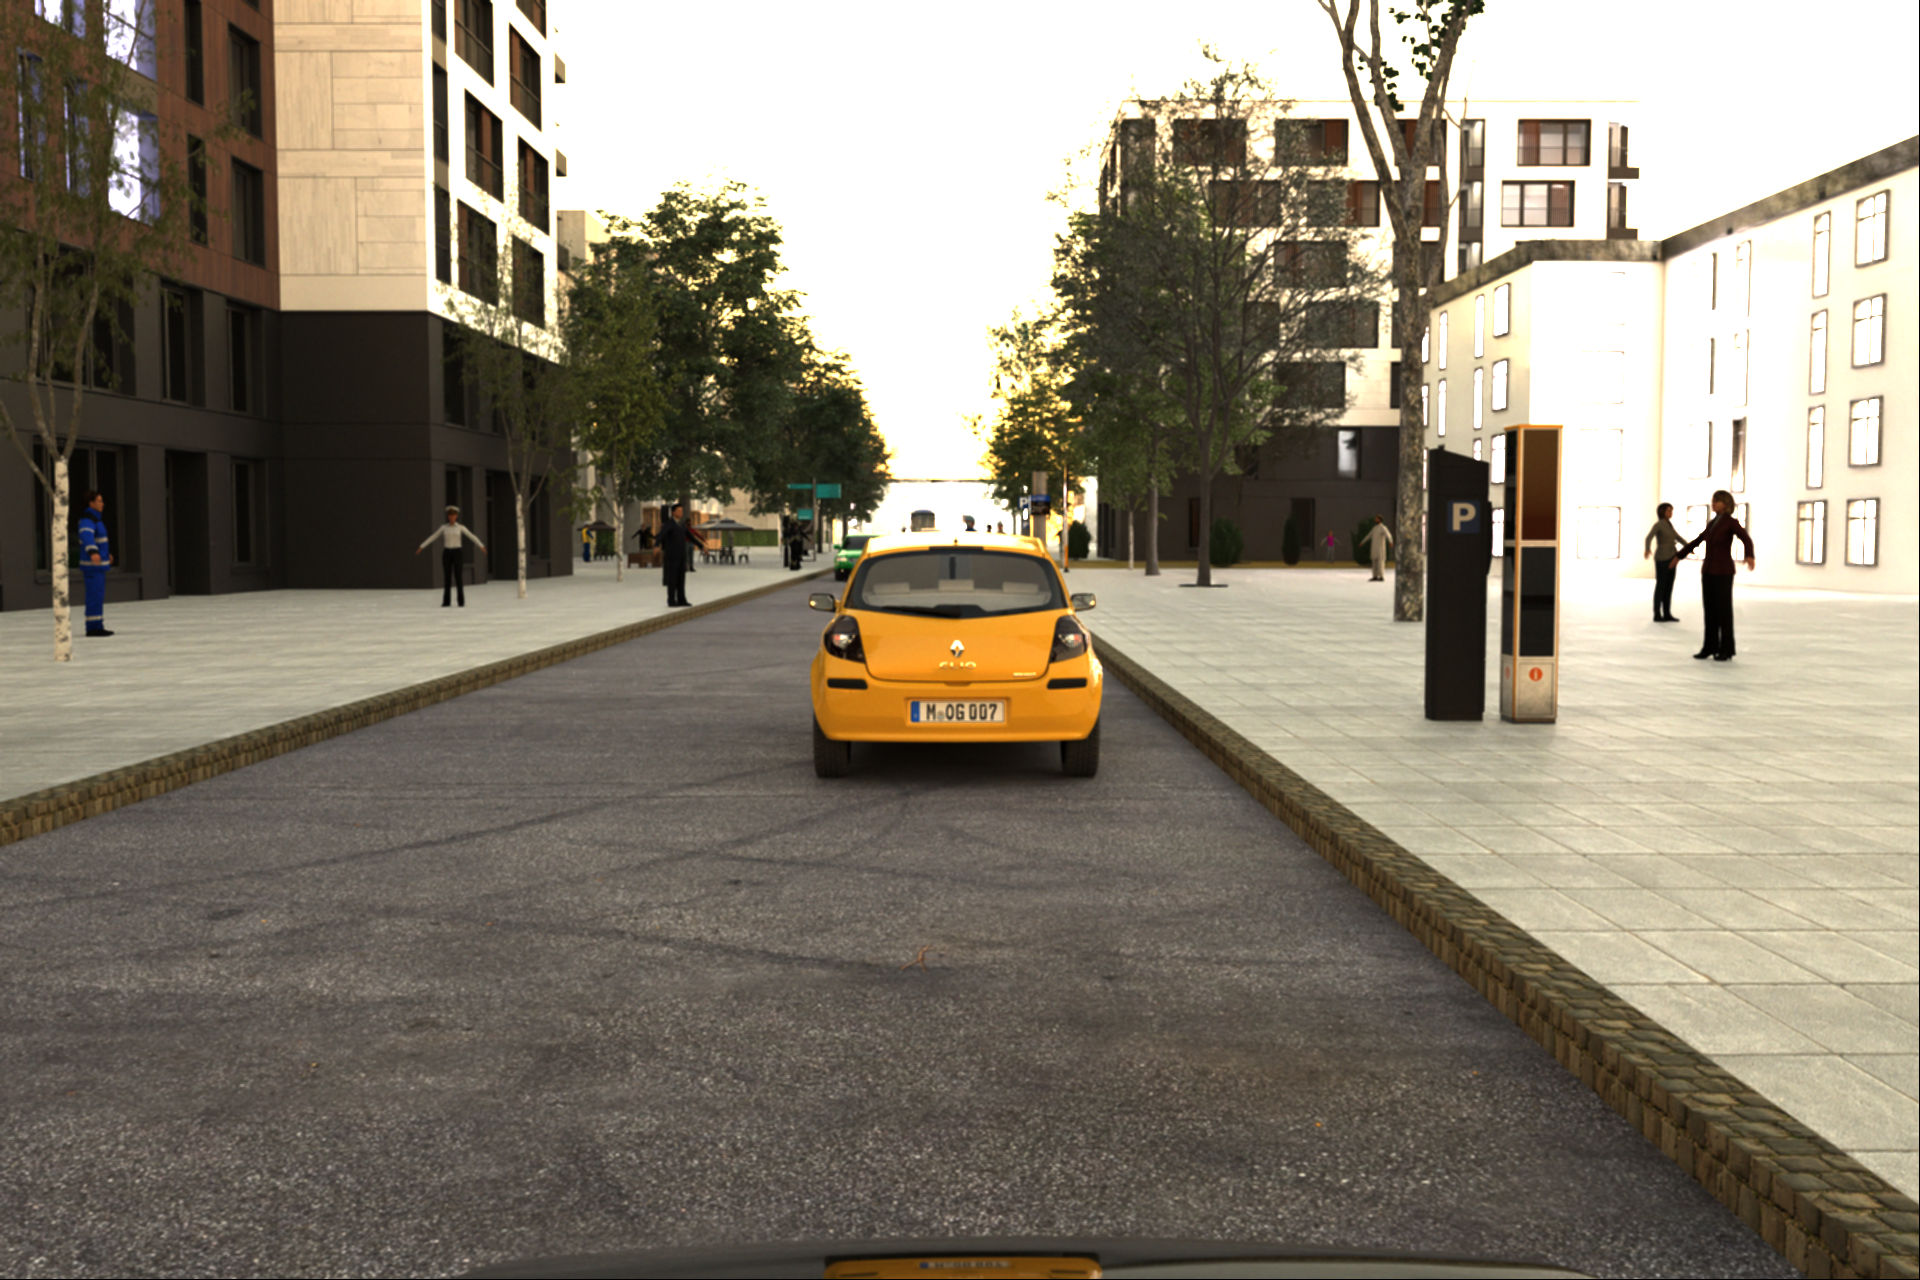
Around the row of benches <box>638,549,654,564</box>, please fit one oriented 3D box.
[{"bbox_3d":[-12.758,-3.408,71.178,1.422,0.672,4.104,-1,4,-14],"label":"row of benches"}]

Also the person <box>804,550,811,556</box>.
[{"bbox_3d":[-9.100,-5.913,102.907,0.704,1.802,1.346,-2,4,-29],"label":"person"}]

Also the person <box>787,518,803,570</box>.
[{"bbox_3d":[-5.863,-3.390,61.292,0.704,1.845,1.351,-2,4,-24],"label":"person"}]

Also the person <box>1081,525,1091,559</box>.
[{"bbox_3d":[6.482,-5.165,90.909,0.721,1.772,1.216,3,5,43],"label":"person"}]

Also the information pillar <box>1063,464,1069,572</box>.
[{"bbox_3d":[3.575,-4.091,58.249,0.183,3.616,0.504,0,3,0],"label":"information pillar"}]

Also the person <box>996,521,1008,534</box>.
[{"bbox_3d":[1.268,-2.849,54.894,1.347,1.847,0.705,2,4,32],"label":"person"}]

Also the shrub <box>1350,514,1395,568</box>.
[{"bbox_3d":[15.807,-3.815,66.424,1.661,2.075,1.752,0,3,0],"label":"shrub"}]

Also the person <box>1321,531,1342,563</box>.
[{"bbox_3d":[16.278,-4.081,75.986,0.991,1.433,0.599,-1,4,-15],"label":"person"}]

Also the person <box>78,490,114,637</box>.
[{"bbox_3d":[-10.851,-0.966,21.771,0.704,1.831,1.345,-1,4,-20],"label":"person"}]

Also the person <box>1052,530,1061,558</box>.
[{"bbox_3d":[5.544,-5.296,92.735,1.346,1.812,0.704,2,4,26],"label":"person"}]

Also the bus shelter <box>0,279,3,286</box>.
[{"bbox_3d":[-6.918,-0.867,8.098,2.014,3.302,5.546,0,4,-1],"label":"bus shelter"}]

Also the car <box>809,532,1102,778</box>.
[{"bbox_3d":[-0.044,-0.086,11.628,2.015,1.641,3.980,0,4,-1],"label":"car"}]

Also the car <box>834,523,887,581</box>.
[{"bbox_3d":[-2.939,-2.783,54.294,1.959,1.807,4.718,0,3,0],"label":"car"}]

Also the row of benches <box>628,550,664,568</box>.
[{"bbox_3d":[-11.668,-3.152,67.001,1.422,0.672,4.104,1,4,15],"label":"row of benches"}]

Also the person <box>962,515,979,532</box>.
[{"bbox_3d":[0.182,-1.665,35.809,1.347,1.817,0.704,2,4,32],"label":"person"}]

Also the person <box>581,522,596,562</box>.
[{"bbox_3d":[-16.992,-4.468,79.029,0.705,1.833,1.349,-3,4,-38],"label":"person"}]

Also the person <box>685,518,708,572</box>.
[{"bbox_3d":[-9.219,-3.231,58.927,1.345,1.816,0.704,-3,4,-38],"label":"person"}]

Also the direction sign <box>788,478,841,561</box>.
[{"bbox_3d":[-6.915,-5.758,82.899,2.525,3.948,1.411,0,3,0],"label":"direction sign"}]

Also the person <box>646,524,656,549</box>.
[{"bbox_3d":[-18.253,-5.869,101.726,0.705,1.858,1.354,2,4,23],"label":"person"}]

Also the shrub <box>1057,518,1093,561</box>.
[{"bbox_3d":[5.518,-4.843,83.228,1.661,2.075,1.752,0,3,0],"label":"shrub"}]

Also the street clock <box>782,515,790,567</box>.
[{"bbox_3d":[-6.751,-3.839,67.340,0.358,2.002,0.471,0,4,1],"label":"street clock"}]

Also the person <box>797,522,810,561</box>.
[{"bbox_3d":[-7.526,-4.615,81.226,1.354,1.856,0.705,3,5,42],"label":"person"}]

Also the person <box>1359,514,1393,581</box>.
[{"bbox_3d":[11.383,-2.516,47.226,0.704,1.819,1.344,-2,4,-26],"label":"person"}]

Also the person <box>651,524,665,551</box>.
[{"bbox_3d":[-12.924,-4.235,75.962,1.216,1.740,0.721,-1,4,-12],"label":"person"}]

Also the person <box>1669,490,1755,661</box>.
[{"bbox_3d":[7.659,-0.662,17.628,0.721,1.729,1.215,-1,4,-15],"label":"person"}]

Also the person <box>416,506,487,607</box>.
[{"bbox_3d":[-8.987,-1.479,30.639,1.216,1.778,0.721,0,4,-4],"label":"person"}]

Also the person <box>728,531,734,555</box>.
[{"bbox_3d":[-13.662,-5.957,103.579,0.705,1.806,1.347,-1,4,-10],"label":"person"}]

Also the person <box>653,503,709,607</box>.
[{"bbox_3d":[-4.984,-1.504,30.632,0.704,1.823,1.345,2,4,34],"label":"person"}]

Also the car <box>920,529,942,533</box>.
[{"bbox_3d":[-2.058,-6.923,121.864,2.281,1.827,5.304,0,4,0],"label":"car"}]

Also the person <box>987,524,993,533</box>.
[{"bbox_3d":[1.617,-5.214,91.388,0.704,1.843,1.345,1,4,23],"label":"person"}]

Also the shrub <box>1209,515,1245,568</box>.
[{"bbox_3d":[10.025,-3.769,66.049,1.690,2.028,1.600,0,3,0],"label":"shrub"}]

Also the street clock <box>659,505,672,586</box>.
[{"bbox_3d":[-7.266,-2.344,42.886,0.358,2.002,0.471,0,4,0],"label":"street clock"}]

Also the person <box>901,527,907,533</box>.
[{"bbox_3d":[-2.540,-4.390,80.704,0.721,1.772,1.216,-3,5,-42],"label":"person"}]

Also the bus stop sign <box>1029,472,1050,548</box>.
[{"bbox_3d":[3.364,-5.149,73.203,0.837,3.901,0.837,0,4,-2],"label":"bus stop sign"}]

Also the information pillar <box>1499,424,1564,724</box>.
[{"bbox_3d":[3.881,-0.446,11.780,0.304,2.012,0.304,0,4,-1],"label":"information pillar"}]

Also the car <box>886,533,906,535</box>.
[{"bbox_3d":[-2.335,-3.516,66.286,1.959,1.807,4.718,0,4,0],"label":"car"}]

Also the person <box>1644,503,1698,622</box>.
[{"bbox_3d":[10.376,-1.135,25.317,1.215,1.744,0.721,-2,4,-34],"label":"person"}]

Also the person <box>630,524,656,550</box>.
[{"bbox_3d":[-16.751,-5.221,91.557,1.347,1.806,0.705,-1,4,-14],"label":"person"}]

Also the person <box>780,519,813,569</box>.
[{"bbox_3d":[-6.107,-3.575,64.392,1.347,1.837,0.705,-2,4,-33],"label":"person"}]
